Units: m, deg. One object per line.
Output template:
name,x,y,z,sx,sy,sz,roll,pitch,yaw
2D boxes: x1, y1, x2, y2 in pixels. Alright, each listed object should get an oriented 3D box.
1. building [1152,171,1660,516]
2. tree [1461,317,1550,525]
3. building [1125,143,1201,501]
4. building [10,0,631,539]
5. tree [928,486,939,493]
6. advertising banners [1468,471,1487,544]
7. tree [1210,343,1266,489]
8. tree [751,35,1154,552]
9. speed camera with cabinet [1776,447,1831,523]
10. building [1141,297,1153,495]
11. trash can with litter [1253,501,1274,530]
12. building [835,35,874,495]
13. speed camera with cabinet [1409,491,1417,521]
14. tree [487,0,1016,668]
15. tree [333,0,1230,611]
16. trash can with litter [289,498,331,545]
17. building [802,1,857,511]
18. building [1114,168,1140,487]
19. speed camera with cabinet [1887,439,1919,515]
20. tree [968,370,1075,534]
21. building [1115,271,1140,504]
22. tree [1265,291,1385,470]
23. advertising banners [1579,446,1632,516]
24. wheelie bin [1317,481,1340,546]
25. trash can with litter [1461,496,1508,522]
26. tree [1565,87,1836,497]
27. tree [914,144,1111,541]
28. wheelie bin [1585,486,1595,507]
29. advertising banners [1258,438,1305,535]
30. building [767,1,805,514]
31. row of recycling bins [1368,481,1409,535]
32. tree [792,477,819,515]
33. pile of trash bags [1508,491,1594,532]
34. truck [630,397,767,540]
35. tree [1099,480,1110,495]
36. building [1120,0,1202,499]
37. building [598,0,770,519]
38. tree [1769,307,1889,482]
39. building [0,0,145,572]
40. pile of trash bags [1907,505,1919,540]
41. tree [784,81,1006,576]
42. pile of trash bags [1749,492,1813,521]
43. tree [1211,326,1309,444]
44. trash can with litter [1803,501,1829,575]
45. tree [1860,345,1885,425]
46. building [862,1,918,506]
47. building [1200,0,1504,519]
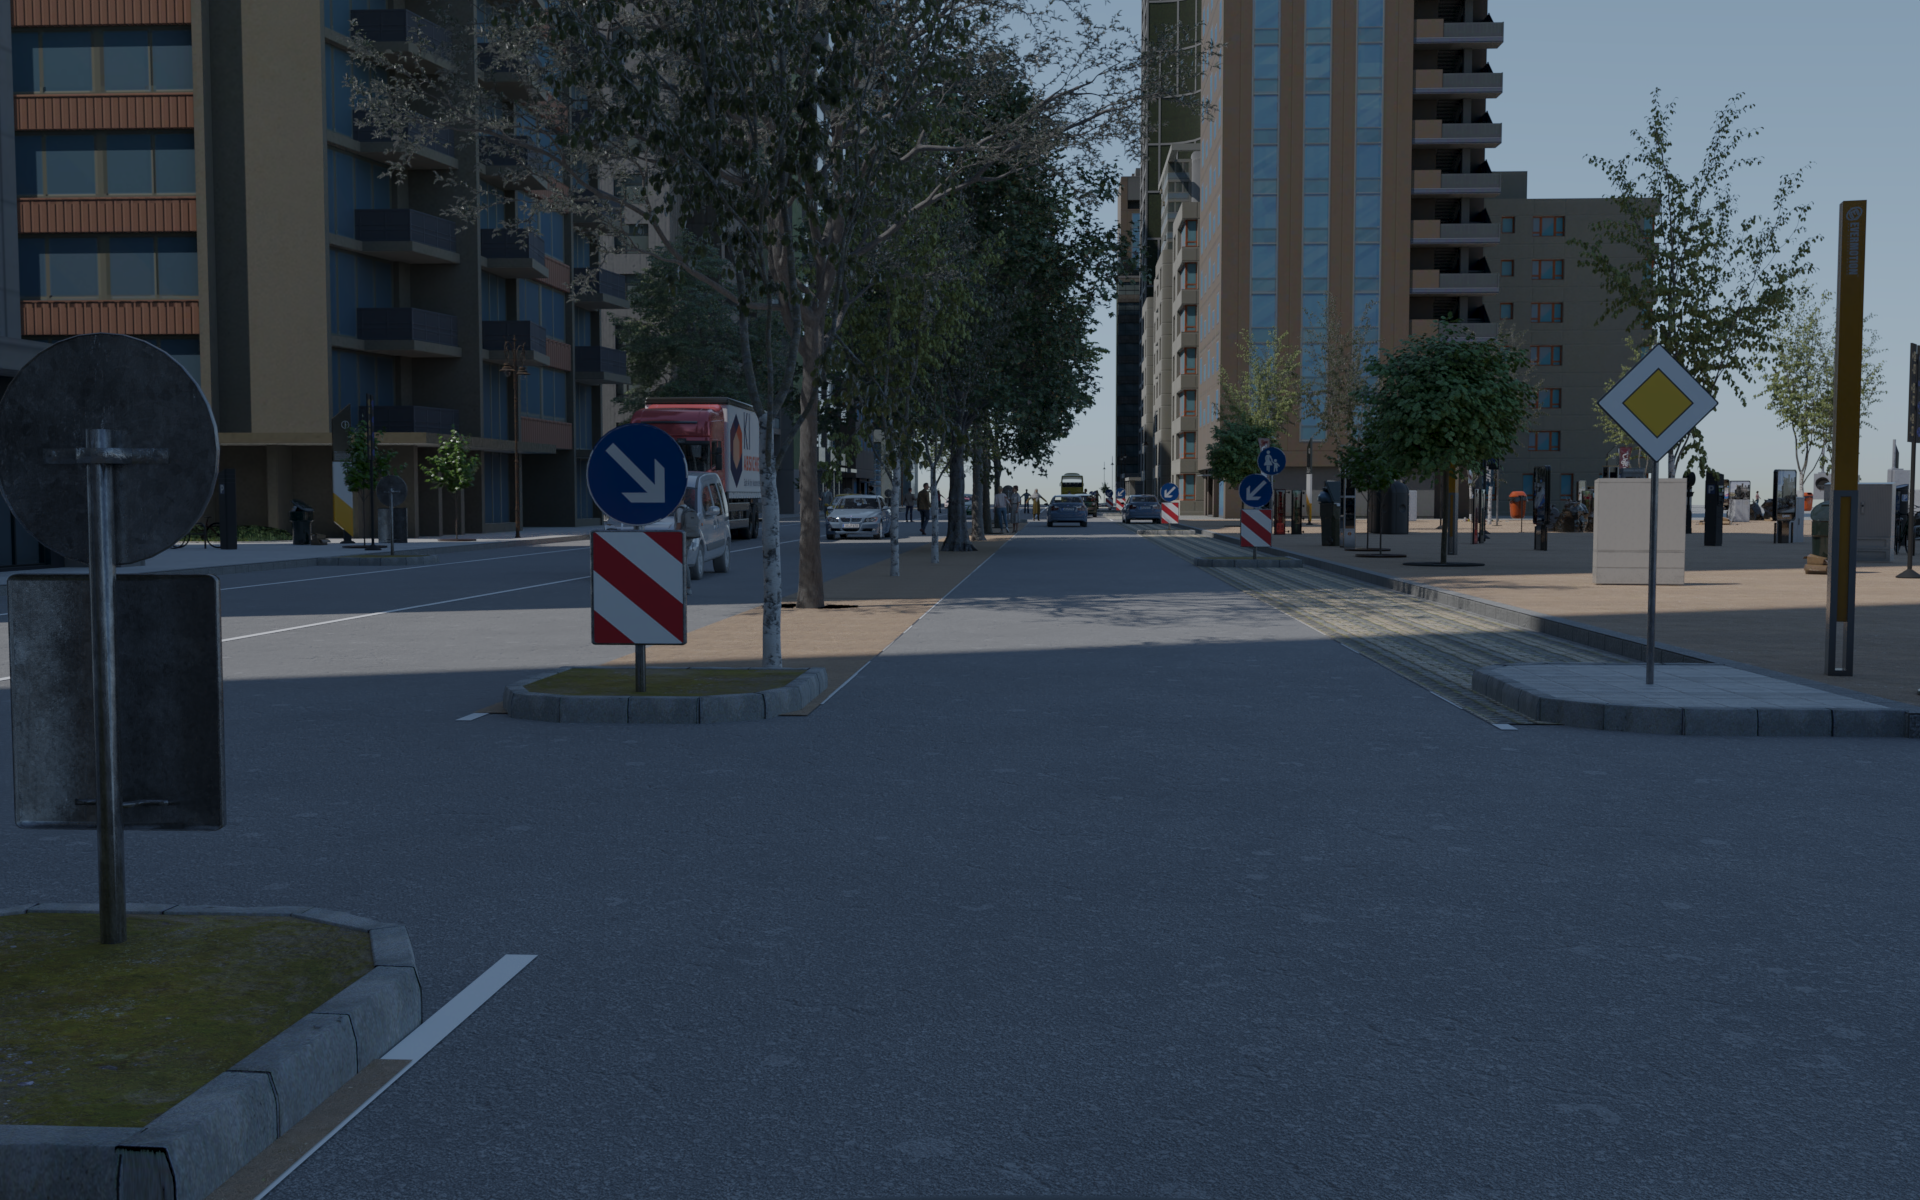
building,27.774,-16.595,116.360,27.650,21.520,28.899,0,4,3
tree,22.493,-7.497,72.937,4.360,8.622,3.978,0,3,0
building,33.760,-29.962,181.763,32.217,40.220,23.993,0,4,3
building,-24.734,-24.926,62.159,22.147,44.769,28.867,0,4,3
tree,-3.318,-14.044,224.228,1.663,3.219,1.824,0,3,0
advertising banners,13.198,-2.940,44.265,0.090,3.025,2.074,2,4,29
tree,14.168,-8.032,81.686,4.360,8.622,3.978,0,3,0
tree,-0.066,-7.546,42.841,9.611,12.733,9.660,0,3,0
speed camera with cabinet,35.743,-4.831,73.324,2.038,3.252,0.660,2,4,27
building,29.867,-18.401,145.897,27.650,21.520,28.899,0,4,3
trash can with litter,8.604,-2.322,49.354,0.624,1.170,1.055,0,4,5
building,-15.377,-30.845,154.422,14.600,45.320,14.200,0,4,3
speed camera with cabinet,20.841,-5.394,82.529,0.660,3.252,2.038,-2,4,-32
tree,-1.492,-3.698,13.281,4.360,8.622,3.978,0,3,0
tree,-1.896,-6.643,21.439,12.009,13.543,11.850,0,3,0
trash can with litter,-16.335,-1.969,43.588,1.055,1.170,0.624,1,4,17
building,-20.793,-31.357,132.301,23.786,49.044,30.456,0,4,3
building,28.620,-35.914,237.300,14.600,45.320,14.200,0,4,3
speed camera with cabinet,33.801,-4.131,61.875,0.660,3.252,2.038,1,4,8
tree,1.500,-8.785,71.845,9.928,11.665,9.643,0,3,0
building,27.038,-27.616,223.218,14.160,30.474,14.107,0,4,3
tree,13.680,-6.824,61.936,4.360,8.622,3.978,0,3,0
advertising banners,23.710,-4.123,63.591,2.074,3.025,0.090,-1,4,-10
wheelie bin,9.259,-2.133,42.777,0.980,1.594,0.693,-1,4,-23
trash can with litter,24.275,-4.239,80.361,2.233,1.210,1.678,2,4,24
tree,13.473,-4.993,32.004,4.737,8.622,4.395,0,3,0
tree,0.626,-8.044,52.105,7.486,12.596,7.792,0,3,0
wheelie bin,24.421,-3.597,66.723,0.693,1.594,0.980,-2,4,-24
advertising banners,10.082,-3.562,54.419,2.074,3.025,0.090,-2,4,-35
building,-17.791,-26.019,109.001,14.154,41.232,14.086,0,4,3
row of recycling bins,13.925,-3.024,56.552,1.069,1.692,3.534,0,4,5
tree,-9.694,-6.961,108.419,1.663,3.219,1.824,0,3,0
pile of trash bags,20.154,-2.987,58.583,3.447,1.369,1.912,-1,4,-13
truck,-7.818,-3.884,52.424,2.839,4.237,11.283,0,4,2
tree,20.341,-15.143,242.191,1.663,3.219,1.824,0,3,0
building,29.738,-46.863,204.461,20.563,71.187,20.611,0,4,3
building,-18.520,-19.784,95.173,14.160,30.474,14.107,0,4,3
tree,34.060,-7.161,67.451,4.360,8.622,3.978,0,3,0
building,-25.045,-35.883,24.939,20.563,71.187,20.611,0,4,3
pile of trash bags,28.174,-2.331,47.858,3.447,1.369,1.912,-1,4,-9
tree,-1.159,-4.722,30.016,4.737,8.622,4.395,0,3,0
pile of trash bags,39.884,-4.537,83.932,3.447,1.369,1.912,-1,4,-17
tree,13.127,-7.627,75.062,4.737,8.622,4.395,0,3,0
trash can with litter,13.972,-1.008,27.861,0.624,1.170,1.055,3,4,38
tree,28.684,-6.621,58.618,4.737,8.622,4.395,0,3,0
building,-16.037,-55.359,217.783,22.319,86.520,31.000,0,4,3
building,20.644,-27.180,94.506,14.600,45.320,14.200,0,4,3
